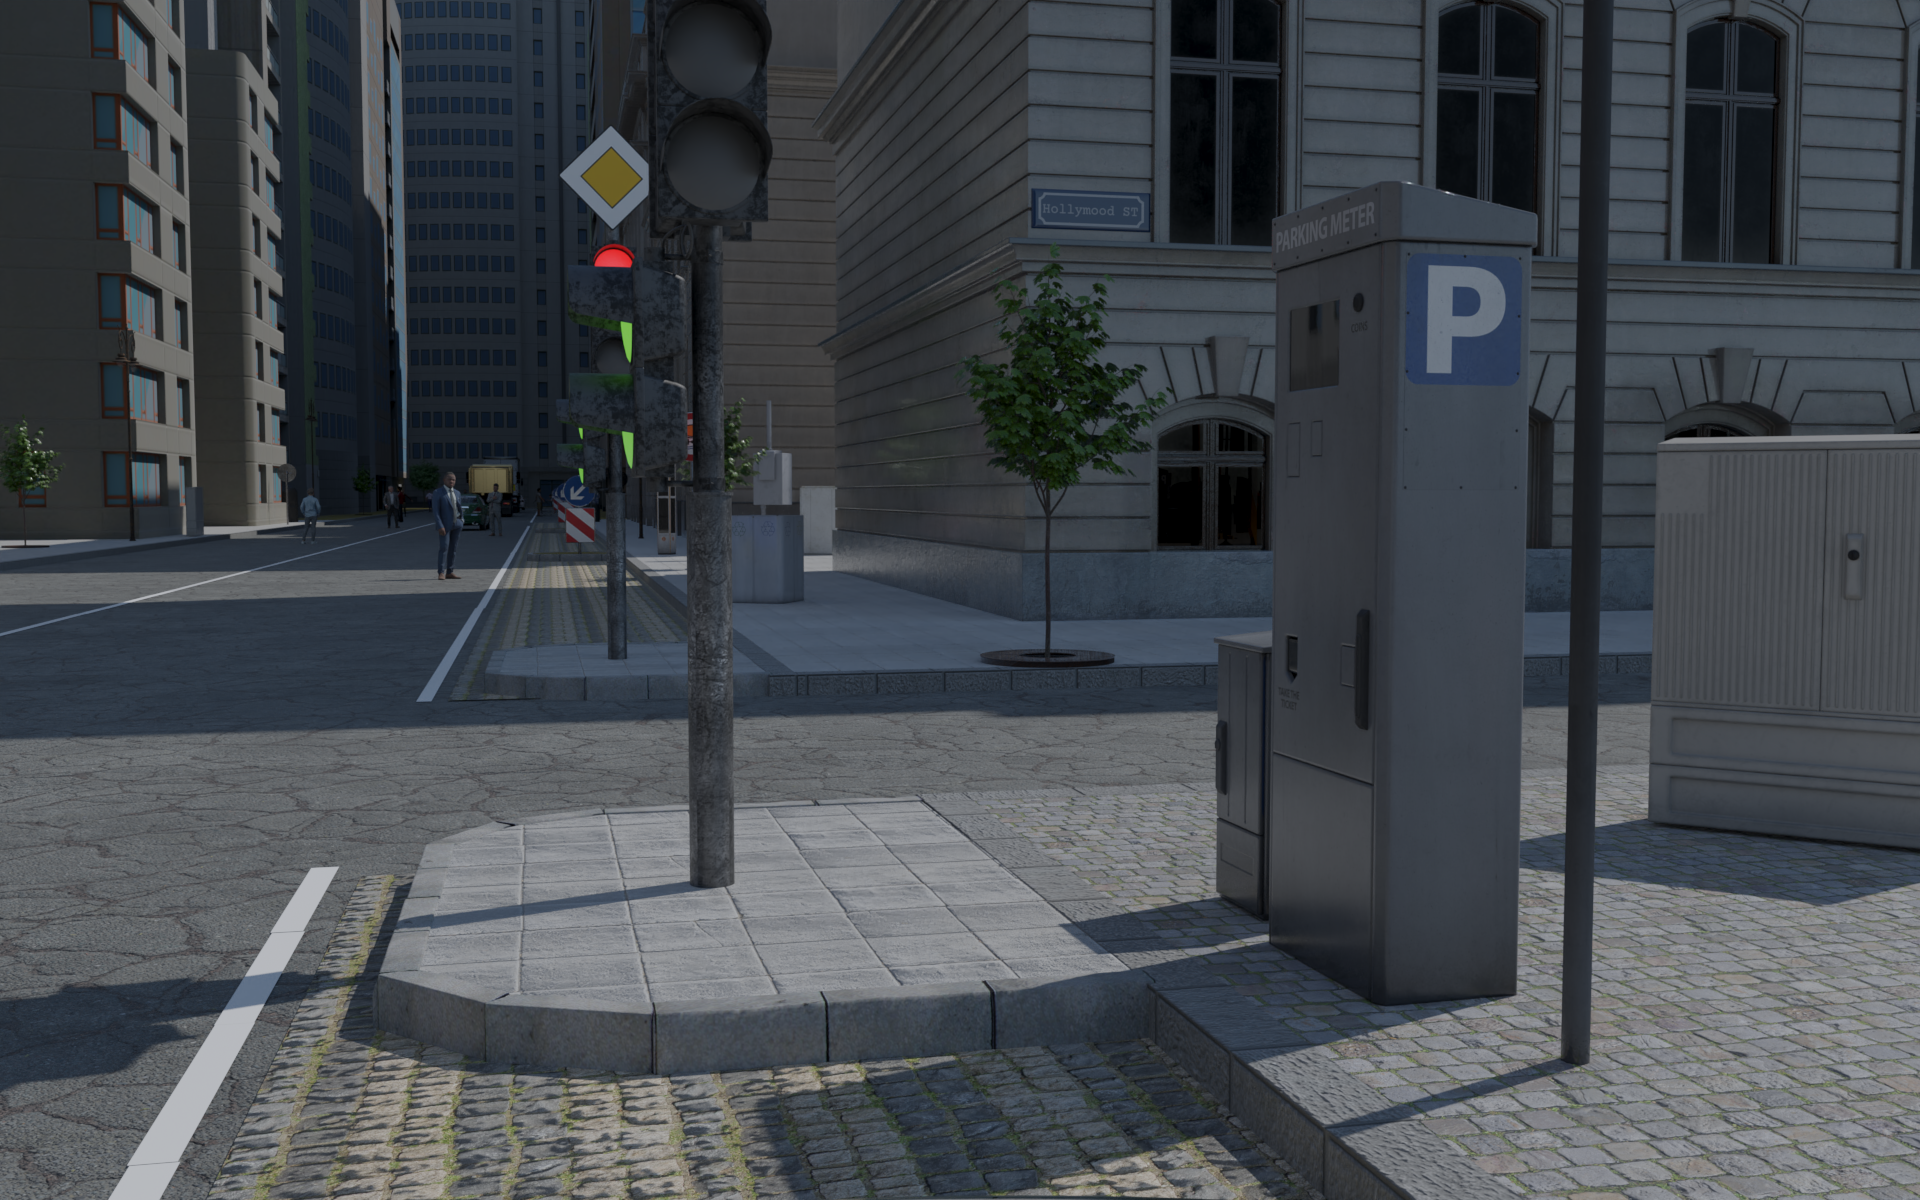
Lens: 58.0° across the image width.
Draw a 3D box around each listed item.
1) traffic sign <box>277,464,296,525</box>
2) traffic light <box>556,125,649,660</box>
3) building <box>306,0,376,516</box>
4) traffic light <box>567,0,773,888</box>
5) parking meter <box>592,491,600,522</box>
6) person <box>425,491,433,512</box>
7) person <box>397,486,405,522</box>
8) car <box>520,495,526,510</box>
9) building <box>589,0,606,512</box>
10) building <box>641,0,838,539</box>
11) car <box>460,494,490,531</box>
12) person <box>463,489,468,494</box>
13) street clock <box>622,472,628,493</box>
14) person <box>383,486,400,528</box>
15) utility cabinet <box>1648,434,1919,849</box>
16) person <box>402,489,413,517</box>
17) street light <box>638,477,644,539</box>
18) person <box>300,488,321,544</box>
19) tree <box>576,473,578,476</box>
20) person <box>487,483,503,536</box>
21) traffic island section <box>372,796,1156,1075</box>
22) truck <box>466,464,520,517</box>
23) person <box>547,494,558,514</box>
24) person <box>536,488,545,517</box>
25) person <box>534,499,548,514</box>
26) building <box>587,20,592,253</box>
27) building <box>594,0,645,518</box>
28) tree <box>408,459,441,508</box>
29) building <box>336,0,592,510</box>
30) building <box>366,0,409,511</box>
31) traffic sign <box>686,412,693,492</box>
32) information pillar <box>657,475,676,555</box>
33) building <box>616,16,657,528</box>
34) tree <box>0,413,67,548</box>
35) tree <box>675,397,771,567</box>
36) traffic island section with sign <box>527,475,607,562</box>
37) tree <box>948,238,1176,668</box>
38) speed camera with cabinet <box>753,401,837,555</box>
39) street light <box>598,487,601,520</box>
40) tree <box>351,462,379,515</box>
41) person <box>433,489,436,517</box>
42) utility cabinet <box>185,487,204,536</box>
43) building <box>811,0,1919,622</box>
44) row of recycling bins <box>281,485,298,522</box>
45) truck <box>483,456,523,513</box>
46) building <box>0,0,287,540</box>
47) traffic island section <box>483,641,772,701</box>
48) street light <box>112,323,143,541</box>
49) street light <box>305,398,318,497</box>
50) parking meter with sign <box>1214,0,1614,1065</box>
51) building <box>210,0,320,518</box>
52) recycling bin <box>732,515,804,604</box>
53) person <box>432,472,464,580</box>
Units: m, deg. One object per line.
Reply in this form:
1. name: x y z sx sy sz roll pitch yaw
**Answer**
1. traffic sign: -28.194 -4.431 72.555 0.768 2.556 0.104 -1 4 -10
2. traffic light: -2.684 -1.495 13.357 0.839 4.253 0.868 -1 4 -13
3. building: -49.211 -34.590 107.544 21.231 58.520 28.212 -1 4 -13
4. traffic light: -0.835 -1.019 5.588 0.839 4.253 0.868 -1 4 -13
5. parking meter: -16.741 -4.354 79.591 0.372 1.533 0.369 0 3 0
6. person: -41.949 -7.799 136.945 0.756 1.711 0.436 -3 4 -36
7. person: -28.393 -4.846 87.688 0.705 1.831 1.348 0 4 6
8. car: -39.945 -8.735 155.184 2.083 1.381 4.827 -1 4 -15
9. building: -18.134 -31.428 137.546 21.300 48.544 21.600 -1 4 -13
10. building: -2.982 -15.626 52.744 12.463 27.353 25.104 -1 4 -13
11. car: -19.804 -3.511 69.202 2.131 1.459 4.920 -1 4 -12
12. person: -40.061 -8.053 140.263 1.348 1.812 0.705 0 4 -1
13. street clock: -10.991 -3.152 56.103 0.358 2.002 0.471 2 4 30
14. person: -23.833 -3.903 72.712 0.661 1.777 0.834 -3 5 -40
15. utility cabinet: 3.212 0.138 6.415 1.173 1.500 0.318 2 4 34
16. person: -35.078 -6.117 109.038 1.217 1.766 0.721 -1 4 -11
17. street light: -9.200 -4.710 49.798 0.468 5.910 1.993 -1 4 -13
18. person: -18.670 -2.417 49.823 0.589 1.601 0.330 0 4 2
19. tree: -34.960 -10.014 158.328 1.663 3.219 1.824 0 3 0
20. person: -15.870 -3.083 59.083 0.511 1.800 0.466 0 4 -7
21. traffic island section: -0.794 1.013 5.712 2.009 0.180 2.903 -1 4 -13
22. truck: -29.918 -7.025 110.777 3.469 3.379 9.791 -1 4 -14
23. person: -29.172 -6.894 124.400 0.628 1.438 0.799 2 4 30
24. person: -26.632 -6.189 109.698 0.705 1.824 1.348 -2 4 -32
25. person: -30.604 -7.007 126.323 1.065 1.426 0.557 -1 4 -10
26. building: -25.892 -28.814 154.703 14.154 41.232 14.086 -1 4 -13
27. building: -13.546 -27.441 98.771 14.600 45.320 14.200 -1 4 -13
28. tree: -49.263 -10.744 159.375 4.285 4.588 4.351 0 3 0
29. building: -47.009 -38.845 177.109 28.212 58.520 21.231 -1 4 -13
30. building: -54.986 -30.371 146.677 14.200 45.320 14.600 -1 4 -13
31. traffic sign: -4.170 -1.647 27.032 0.768 2.556 0.104 -1 4 -9
32. information pillar: -6.213 -1.968 36.662 0.304 2.012 0.304 1 4 16
33. building: -8.451 -14.375 76.830 13.314 21.916 24.055 -1 4 -13
34. tree: -22.306 -2.855 41.283 1.663 3.219 1.824 0 3 0
35. tree: -4.048 -2.145 29.669 1.663 3.219 1.824 0 3 0
36. traffic island section with sign: -8.337 -1.761 37.415 1.989 1.847 2.006 -1 4 -13
37. tree: 0.808 -1.137 13.189 1.663 3.219 1.824 0 3 0
38. speed camera with cabinet: -3.329 -2.590 36.684 2.038 3.252 0.660 1 4 17
39. street light: -17.912 -6.911 85.783 0.468 5.910 1.993 -1 4 -13
40. tree: -36.361 -6.807 105.900 1.663 3.219 1.824 0 3 0
41. person: -32.669 -6.080 108.437 0.750 1.759 0.617 1 4 10
42. utility cabinet: -23.314 -2.694 52.733 0.318 1.500 1.173 -1 4 -14
43. building: 15.907 -12.630 25.581 34.723 24.649 14.460 -1 4 -13
44. row of recycling bins: -31.853 -4.362 78.437 3.534 1.692 1.069 -1 4 -16
45. truck: -35.453 -8.900 134.431 2.839 4.237 11.283 -1 4 -13
46. building: -40.119 -13.112 59.423 27.650 21.520 28.899 -1 4 -13
47. traffic island section: -2.642 0.538 13.481 2.009 0.180 2.903 -1 4 -13
48. street light: -22.572 -4.543 47.071 0.468 5.910 1.993 -1 4 -13
49. street light: -31.130 -6.758 83.280 0.468 5.910 1.993 -1 4 -13
50. parking meter with sign: 1.177 -0.512 4.626 0.543 3.016 1.738 -1 4 -15
51. building: -41.383 -24.748 88.231 14.154 41.232 14.086 -1 4 -13
52. recycling bin: -2.310 -0.492 20.606 0.722 1.027 0.722 1 4 17
53. person: -8.623 -1.251 29.143 0.419 1.800 0.721 2 4 26
